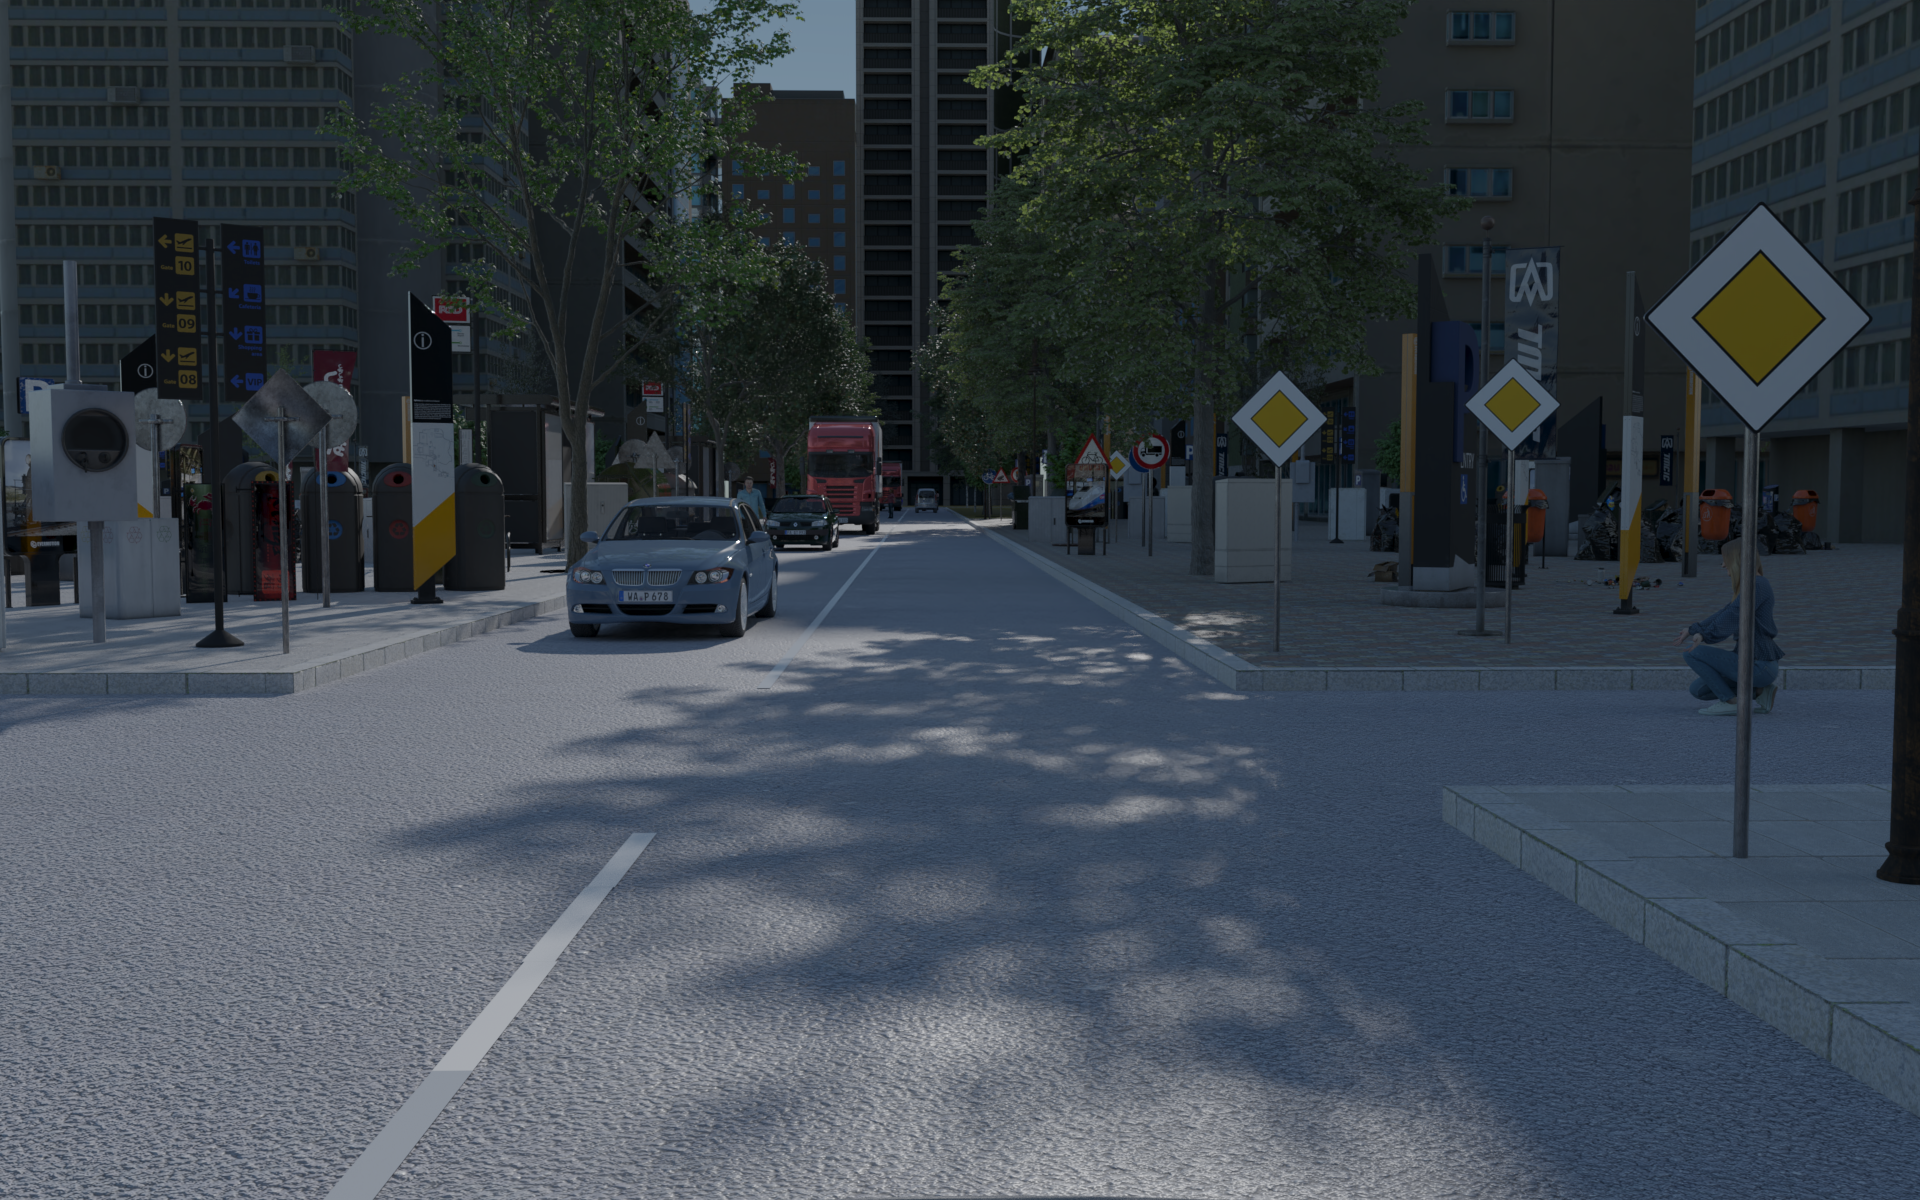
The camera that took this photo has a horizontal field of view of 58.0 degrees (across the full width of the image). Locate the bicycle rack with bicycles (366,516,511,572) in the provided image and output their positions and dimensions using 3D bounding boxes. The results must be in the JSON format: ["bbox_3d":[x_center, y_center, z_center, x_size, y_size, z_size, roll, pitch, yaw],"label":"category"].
[{"bbox_3d":[-8.589,-0.950,28.921,2.852,0.926,2.925,-1,4,-13],"label":"bicycle rack with bicycles"}]

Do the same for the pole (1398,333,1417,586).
[{"bbox_3d":[5.736,-1.731,22.138,0.158,3.312,0.155,0,3,0],"label":"pole"}]

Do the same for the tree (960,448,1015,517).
[{"bbox_3d":[1.512,-7.003,98.220,4.285,4.588,4.351,0,3,0],"label":"tree"}]

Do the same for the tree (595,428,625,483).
[{"bbox_3d":[-18.104,-6.310,86.889,4.285,4.588,4.351,0,3,0],"label":"tree"}]

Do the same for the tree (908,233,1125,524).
[{"bbox_3d":[2.627,-9.589,73.789,9.611,12.733,9.660,0,3,0],"label":"tree"}]

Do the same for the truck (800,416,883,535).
[{"bbox_3d":[-4.235,-4.622,64.477,2.839,4.237,11.283,0,4,-1],"label":"truck"}]

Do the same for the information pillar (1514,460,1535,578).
[{"bbox_3d":[8.655,-2.160,26.672,0.183,3.616,0.504,2,4,33],"label":"information pillar"}]

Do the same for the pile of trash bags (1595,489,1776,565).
[{"bbox_3d":[13.231,-1.399,32.634,1.912,1.369,3.447,-1,4,-18],"label":"pile of trash bags"}]

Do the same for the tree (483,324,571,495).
[{"bbox_3d":[-18.974,-7.618,74.918,4.360,8.622,3.978,0,3,0],"label":"tree"}]

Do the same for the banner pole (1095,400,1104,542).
[{"bbox_3d":[3.730,-3.434,46.165,0.401,3.779,0.863,1,4,19],"label":"banner pole"}]

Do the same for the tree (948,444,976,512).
[{"bbox_3d":[0.929,-10.496,121.969,4.360,8.622,3.978,0,3,0],"label":"tree"}]

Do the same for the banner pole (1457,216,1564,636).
[{"bbox_3d":[4.955,-1.564,15.589,0.863,3.779,0.401,2,4,25],"label":"banner pole"}]

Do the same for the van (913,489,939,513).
[{"bbox_3d":[-2.593,-7.660,132.252,2.013,2.044,4.112,0,4,-2],"label":"van"}]

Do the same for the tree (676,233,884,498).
[{"bbox_3d":[-8.044,-9.750,76.413,9.611,12.733,9.660,0,3,0],"label":"tree"}]

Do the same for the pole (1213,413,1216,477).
[{"bbox_3d":[6.346,-3.054,43.769,0.158,3.312,0.155,0,3,0],"label":"pole"}]

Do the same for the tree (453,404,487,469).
[{"bbox_3d":[-17.822,-4.746,61.315,4.285,4.588,4.351,0,3,0],"label":"tree"}]

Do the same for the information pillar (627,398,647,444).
[{"bbox_3d":[-7.877,-3.122,42.402,0.504,3.616,0.183,0,4,-4],"label":"information pillar"}]

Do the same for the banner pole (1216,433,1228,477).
[{"bbox_3d":[9.334,-4.446,62.711,0.863,3.779,0.401,-1,4,-23],"label":"banner pole"}]

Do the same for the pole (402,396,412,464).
[{"bbox_3d":[-11.543,-2.593,36.246,0.158,3.312,0.155,0,3,0],"label":"pole"}]

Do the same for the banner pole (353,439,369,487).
[{"bbox_3d":[-27.100,-5.399,78.292,0.863,3.779,0.401,0,4,8],"label":"banner pole"}]

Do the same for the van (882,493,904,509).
[{"bbox_3d":[-6.434,-9.773,164.170,2.240,2.365,5.245,0,4,-1],"label":"van"}]

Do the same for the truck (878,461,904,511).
[{"bbox_3d":[-6.184,-9.729,147.984,2.839,4.237,11.283,0,4,-2],"label":"truck"}]

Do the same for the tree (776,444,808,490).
[{"bbox_3d":[-8.817,-6.991,98.019,4.285,4.588,4.351,0,3,0],"label":"tree"}]

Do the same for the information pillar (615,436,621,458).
[{"bbox_3d":[-13.666,-4.771,69.355,0.183,3.616,0.504,1,4,10],"label":"information pillar"}]

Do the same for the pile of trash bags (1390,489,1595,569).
[{"bbox_3d":[9.494,-1.308,31.137,1.912,1.369,3.447,-1,4,-14],"label":"pile of trash bags"}]

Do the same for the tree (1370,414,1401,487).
[{"bbox_3d":[16.878,-4.902,63.857,4.285,4.588,4.351,0,3,0],"label":"tree"}]

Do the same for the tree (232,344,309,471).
[{"bbox_3d":[-33.523,-8.214,84.660,4.737,8.622,4.395,0,3,0],"label":"tree"}]

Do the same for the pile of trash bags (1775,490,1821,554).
[{"bbox_3d":[17.416,-1.694,37.453,3.447,1.369,1.912,-2,4,-32],"label":"pile of trash bags"}]

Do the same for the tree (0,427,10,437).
[{"bbox_3d":[-40.359,-5.342,71.055,4.285,4.588,4.351,0,3,0],"label":"tree"}]

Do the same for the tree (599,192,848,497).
[{"bbox_3d":[-7.123,-7.244,52.846,8.767,10.594,7.601,1,4,16],"label":"tree"}]

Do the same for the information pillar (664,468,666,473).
[{"bbox_3d":[-15.017,-5.917,88.093,0.504,3.616,0.183,1,4,11],"label":"information pillar"}]

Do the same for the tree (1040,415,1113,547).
[{"bbox_3d":[2.731,-2.951,42.852,1.663,3.219,1.824,0,3,0],"label":"tree"}]

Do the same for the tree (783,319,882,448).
[{"bbox_3d":[-8.485,-11.793,110.943,7.486,12.596,7.792,0,3,0],"label":"tree"}]

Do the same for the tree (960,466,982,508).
[{"bbox_3d":[0.836,-12.868,160.759,4.737,8.622,4.395,0,3,0],"label":"tree"}]

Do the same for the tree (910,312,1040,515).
[{"bbox_3d":[1.800,-12.272,107.294,9.857,13.997,8.962,0,3,0],"label":"tree"}]

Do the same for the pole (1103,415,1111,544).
[{"bbox_3d":[3.793,-3.109,44.667,0.158,3.312,0.155,0,3,0],"label":"pole"}]

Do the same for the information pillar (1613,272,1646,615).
[{"bbox_3d":[7.191,-1.662,18.522,0.183,3.616,0.504,3,4,36],"label":"information pillar"}]

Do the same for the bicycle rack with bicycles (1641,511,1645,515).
[{"bbox_3d":[20.118,-2.454,53.497,2.925,0.926,2.852,2,4,28],"label":"bicycle rack with bicycles"}]

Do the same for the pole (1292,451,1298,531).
[{"bbox_3d":[11.541,-4.028,59.701,0.158,3.312,0.155,0,3,0],"label":"pole"}]

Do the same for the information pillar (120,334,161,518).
[{"bbox_3d":[-11.897,-2.070,25.191,0.504,3.616,0.183,-2,4,-30],"label":"information pillar"}]

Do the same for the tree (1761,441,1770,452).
[{"bbox_3d":[30.934,-7.009,64.961,4.737,8.622,4.395,0,3,0],"label":"tree"}]

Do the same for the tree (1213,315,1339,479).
[{"bbox_3d":[13.071,-7.250,68.902,4.360,8.622,3.978,0,3,0],"label":"tree"}]

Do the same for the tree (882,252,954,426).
[{"bbox_3d":[2.678,-8.551,57.932,7.486,12.596,7.792,0,3,0],"label":"tree"}]

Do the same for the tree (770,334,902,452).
[{"bbox_3d":[-9.331,-13.280,127.496,12.009,13.543,11.850,0,3,0],"label":"tree"}]

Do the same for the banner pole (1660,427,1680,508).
[{"bbox_3d":[26.529,-4.564,64.636,0.863,3.779,0.401,0,4,6],"label":"banner pole"}]

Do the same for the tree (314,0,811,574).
[{"bbox_3d":[-6.218,-6.237,27.738,9.928,11.665,9.643,0,3,0],"label":"tree"}]

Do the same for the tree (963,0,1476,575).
[{"bbox_3d":[3.959,-6.647,26.800,7.486,12.596,7.792,0,3,0],"label":"tree"}]

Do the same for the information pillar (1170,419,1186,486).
[{"bbox_3d":[6.539,-3.707,51.965,0.504,3.616,0.183,-1,4,-16],"label":"information pillar"}]

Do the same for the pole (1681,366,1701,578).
[{"bbox_3d":[11.243,-2.004,26.608,0.158,3.312,0.155,0,3,0],"label":"pole"}]

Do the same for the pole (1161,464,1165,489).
[{"bbox_3d":[8.009,-4.556,68.326,0.158,3.312,0.155,0,3,0],"label":"pole"}]

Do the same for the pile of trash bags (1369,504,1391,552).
[{"bbox_3d":[10.964,-1.757,38.475,3.447,1.369,1.912,0,4,-6],"label":"pile of trash bags"}]

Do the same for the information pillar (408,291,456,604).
[{"bbox_3d":[-6.171,-1.765,20.216,0.504,3.616,0.183,-2,4,-29],"label":"information pillar"}]
